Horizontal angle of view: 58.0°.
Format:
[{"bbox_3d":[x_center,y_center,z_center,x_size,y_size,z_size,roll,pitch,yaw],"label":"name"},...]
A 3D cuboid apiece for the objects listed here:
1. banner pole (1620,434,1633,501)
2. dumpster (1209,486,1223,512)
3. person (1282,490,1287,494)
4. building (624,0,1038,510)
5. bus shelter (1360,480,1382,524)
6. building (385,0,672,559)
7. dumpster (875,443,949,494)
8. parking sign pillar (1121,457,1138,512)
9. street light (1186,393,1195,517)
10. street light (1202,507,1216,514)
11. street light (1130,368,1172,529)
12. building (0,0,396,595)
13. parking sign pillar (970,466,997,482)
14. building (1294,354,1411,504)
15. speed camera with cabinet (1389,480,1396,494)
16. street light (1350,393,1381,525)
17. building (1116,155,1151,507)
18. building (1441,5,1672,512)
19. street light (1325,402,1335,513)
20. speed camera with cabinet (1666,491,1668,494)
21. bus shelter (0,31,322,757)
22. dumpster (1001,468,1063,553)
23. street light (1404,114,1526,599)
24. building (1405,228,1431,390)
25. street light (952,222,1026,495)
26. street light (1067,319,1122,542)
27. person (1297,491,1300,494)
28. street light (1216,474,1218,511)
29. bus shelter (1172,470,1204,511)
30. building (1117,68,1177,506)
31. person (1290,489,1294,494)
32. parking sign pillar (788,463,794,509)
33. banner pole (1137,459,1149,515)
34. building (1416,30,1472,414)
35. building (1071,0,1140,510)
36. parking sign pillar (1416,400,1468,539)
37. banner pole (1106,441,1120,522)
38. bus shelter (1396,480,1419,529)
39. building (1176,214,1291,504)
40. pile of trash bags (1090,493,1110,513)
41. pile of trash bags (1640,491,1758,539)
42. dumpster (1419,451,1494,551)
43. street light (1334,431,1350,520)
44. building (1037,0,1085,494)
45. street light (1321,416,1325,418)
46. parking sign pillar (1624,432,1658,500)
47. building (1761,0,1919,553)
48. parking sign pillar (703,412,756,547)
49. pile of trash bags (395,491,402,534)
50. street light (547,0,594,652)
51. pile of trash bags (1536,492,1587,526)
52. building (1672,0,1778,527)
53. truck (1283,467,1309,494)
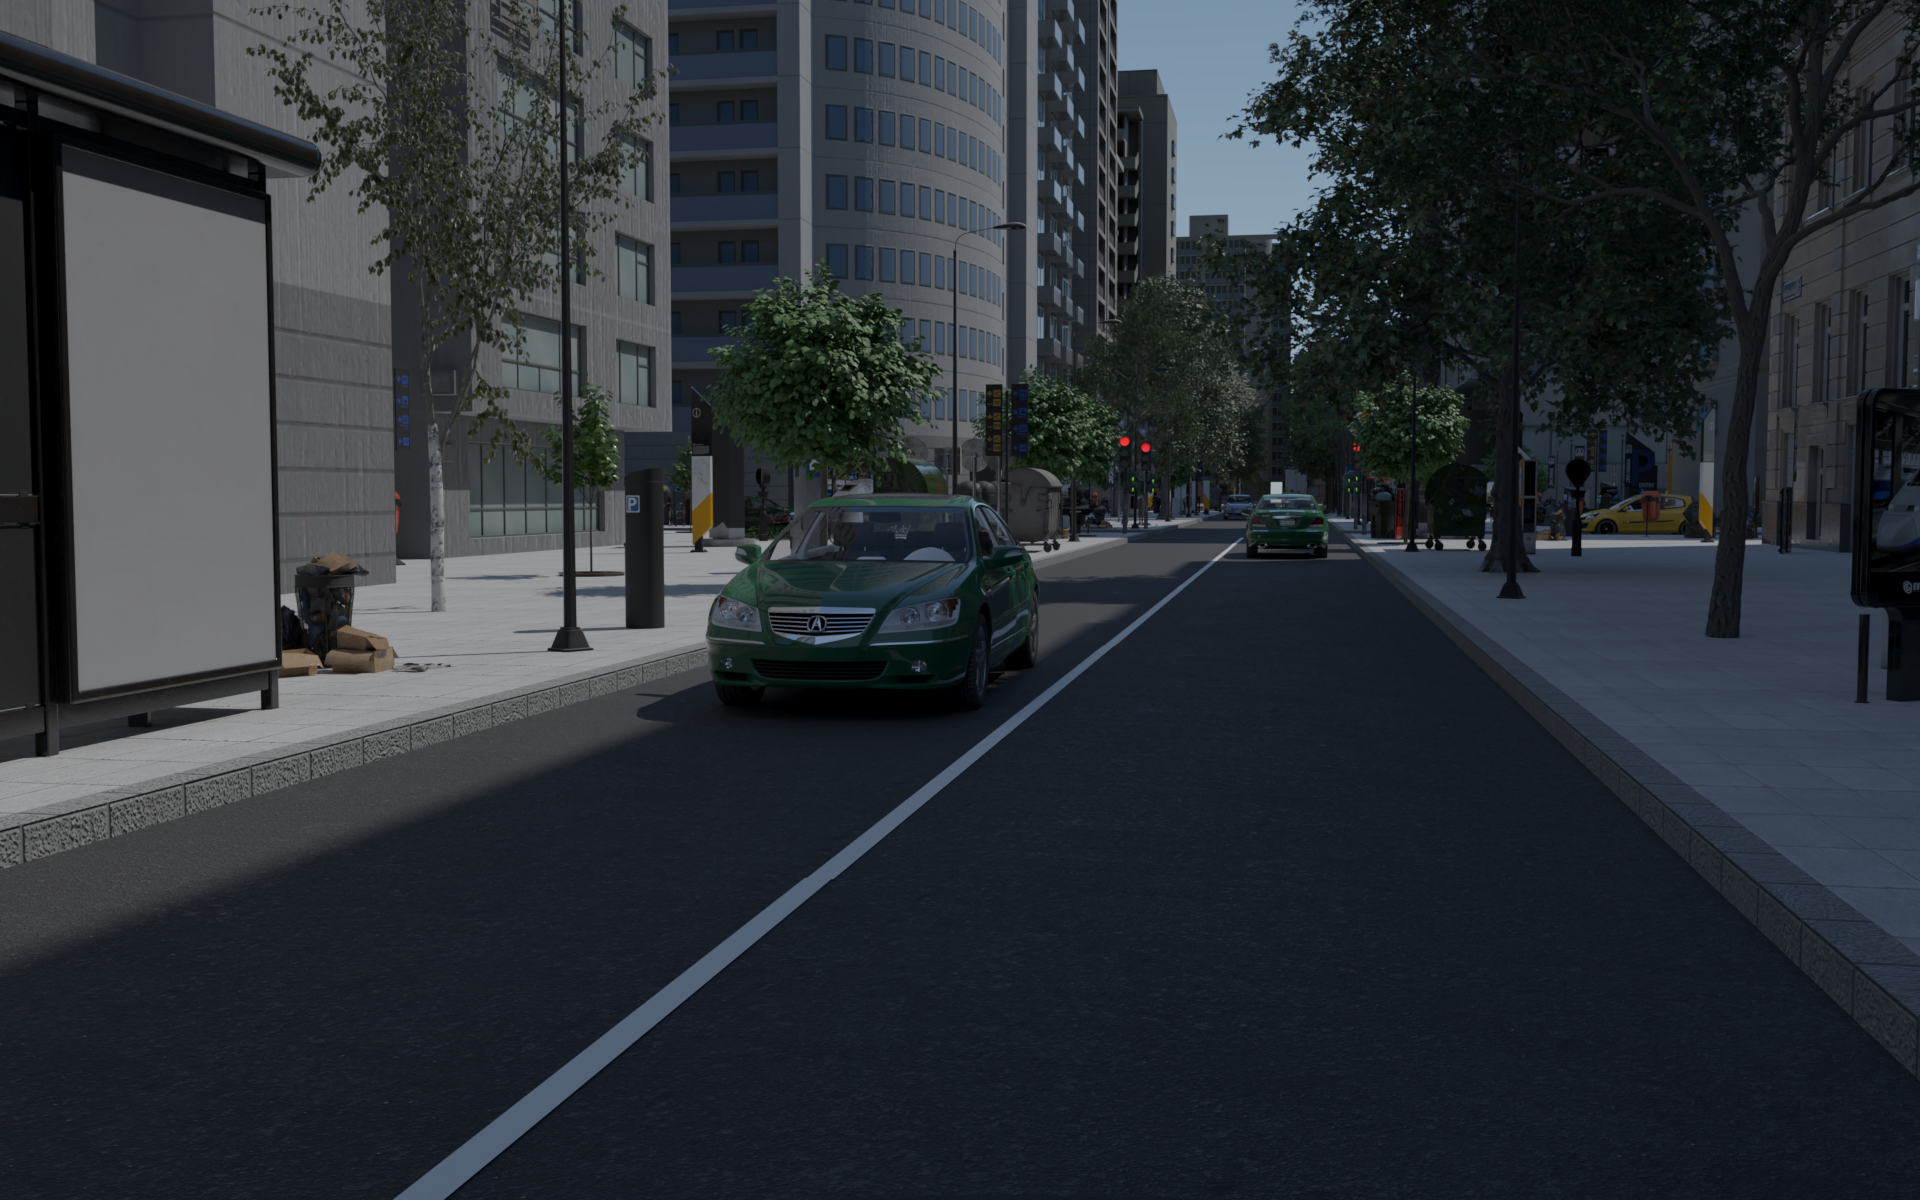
[{"bbox_3d":[27.950,-5.060,72.742,0.863,3.779,0.401,-2,4,-27],"label":"banner pole"},{"bbox_3d":[17.935,-7.153,122.713,1.264,1.857,1.865,1,4,11],"label":"dumpster"},{"bbox_3d":[29.839,-9.215,159.036,0.709,1.838,0.599,3,4,39],"label":"person"},{"bbox_3d":[-8.523,-33.348,87.234,21.231,58.520,28.212,1,4,11],"label":"building"},{"bbox_3d":[19.174,-6.186,78.773,2.179,5.291,8.768,1,4,11],"label":"bus shelter"},{"bbox_3d":[-14.924,-21.832,40.549,14.086,41.232,14.154,1,4,11],"label":"building"},{"bbox_3d":[-1.140,-1.861,32.918,1.502,2.255,1.985,1,4,11],"label":"dumpster"},{"bbox_3d":[11.966,-8.206,122.642,1.447,3.967,1.447,2,4,25],"label":"parking sign pillar"},{"bbox_3d":[10.156,-6.558,79.767,1.470,5.913,1.316,1,4,11],"label":"street light"},{"bbox_3d":[13.205,-7.534,95.725,1.470,5.913,1.316,1,4,11],"label":"street light"},{"bbox_3d":[7.012,-5.582,63.808,1.470,5.913,1.316,1,4,11],"label":"street light"},{"bbox_3d":[-21.075,-28.710,11.414,21.231,58.520,28.212,1,4,11],"label":"building"},{"bbox_3d":[1.078,-5.312,75.329,1.447,3.967,1.447,2,4,29],"label":"parking sign pillar"},{"bbox_3d":[60.382,-23.997,237.384,28.899,21.520,27.650,1,4,11],"label":"building"},{"bbox_3d":[18.250,-4.826,73.246,0.660,3.252,2.038,0,4,4],"label":"speed camera with cabinet"},{"bbox_3d":[9.512,-4.029,38.419,1.470,5.913,1.316,1,4,11],"label":"street light"},{"bbox_3d":[2.870,-29.478,173.841,32.217,40.220,23.993,1,4,11],"label":"building"},{"bbox_3d":[47.828,-32.317,117.625,28.713,52.752,27.495,1,4,11],"label":"building"},{"bbox_3d":[15.921,-6.048,71.428,1.470,5.913,1.316,1,4,11],"label":"street light"},{"bbox_3d":[43.368,-6.719,104.197,2.038,3.252,0.660,0,4,7],"label":"speed camera with cabinet"},{"bbox_3d":[-5.659,-1.745,6.167,2.179,5.291,8.768,1,4,11],"label":"bus shelter"},{"bbox_3d":[1.550,-2.012,38.656,1.264,1.857,1.865,1,4,11],"label":"dumpster"},{"bbox_3d":[6.260,-2.980,21.268,1.470,5.913,1.316,1,4,11],"label":"street light"},{"bbox_3d":[58.599,-34.423,182.420,23.786,49.044,30.456,1,4,11],"label":"building"},{"bbox_3d":[0.441,-3.506,29.860,1.470,5.913,1.316,1,4,11],"label":"street light"},{"bbox_3d":[3.602,-4.512,46.316,1.470,5.913,1.316,1,4,11],"label":"street light"},{"bbox_3d":[28.782,-8.411,146.743,0.721,1.736,1.217,3,5,44],"label":"person"},{"bbox_3d":[16.462,-8.543,112.227,1.470,5.913,1.316,1,4,11],"label":"street light"},{"bbox_3d":[14.725,-7.256,112.552,2.014,3.302,5.546,1,4,11],"label":"bus shelter"},{"bbox_3d":[13.248,-35.064,196.989,21.600,48.544,21.300,1,4,11],"label":"building"},{"bbox_3d":[19.936,-5.790,103.925,0.760,1.731,0.466,-2,4,-29],"label":"person"},{"bbox_3d":[-6.226,-4.956,69.496,1.447,3.967,1.447,0,4,6],"label":"parking sign pillar"},{"bbox_3d":[11.447,-7.217,108.018,0.863,3.779,0.401,-2,4,-24],"label":"banner pole"},{"bbox_3d":[52.391,-30.518,153.595,22.147,44.769,28.867,1,4,11],"label":"building"},{"bbox_3d":[5.134,-43.519,149.782,20.563,71.187,20.611,1,4,11],"label":"building"},{"bbox_3d":[13.851,-3.744,49.680,1.447,3.967,1.447,1,4,11],"label":"parking sign pillar"},{"bbox_3d":[7.032,-5.440,78.958,0.863,3.779,0.401,2,4,24],"label":"banner pole"},{"bbox_3d":[16.968,-4.484,64.595,1.731,3.624,6.357,1,4,11],"label":"bus shelter"},{"bbox_3d":[34.819,-33.762,243.895,23.993,40.220,32.217,1,4,11],"label":"building"},{"bbox_3d":[9.439,-6.764,120.341,1.912,1.369,3.447,0,4,0],"label":"pile of trash bags"},{"bbox_3d":[21.651,-2.512,50.830,1.912,1.369,3.447,-3,5,-44],"label":"pile of trash bags"},{"bbox_3d":[11.352,-2.275,39.686,1.502,2.255,1.985,1,4,11],"label":"dumpster"},{"bbox_3d":[12.644,-5.012,54.493,1.470,5.913,1.316,1,4,11],"label":"street light"},{"bbox_3d":[-3.122,-30.876,124.437,23.786,49.044,30.456,1,4,11],"label":"building"},{"bbox_3d":[19.083,-7.023,87.363,1.470,5.913,1.316,1,4,11],"label":"street light"},{"bbox_3d":[29.681,-5.321,75.475,1.447,3.967,1.447,0,4,-6],"label":"parking sign pillar"},{"bbox_3d":[23.685,-14.261,30.429,12.463,27.353,25.104,1,4,11],"label":"building"},{"bbox_3d":[-5.747,-3.308,42.553,1.447,3.967,1.447,-2,4,-30],"label":"parking sign pillar"},{"bbox_3d":[-18.058,-2.619,52.581,3.447,1.369,1.912,2,4,32],"label":"pile of trash bags"},{"bbox_3d":[-2.665,-2.531,13.915,1.470,5.913,1.316,1,4,11],"label":"street light"},{"bbox_3d":[24.036,-3.621,68.948,1.912,1.369,3.447,0,4,-2],"label":"pile of trash bags"},{"bbox_3d":[42.900,-27.525,73.730,21.600,48.544,21.300,1,4,11],"label":"building"},{"bbox_3d":[35.767,-11.957,184.417,2.839,4.237,11.283,1,4,11],"label":"truck"}]
